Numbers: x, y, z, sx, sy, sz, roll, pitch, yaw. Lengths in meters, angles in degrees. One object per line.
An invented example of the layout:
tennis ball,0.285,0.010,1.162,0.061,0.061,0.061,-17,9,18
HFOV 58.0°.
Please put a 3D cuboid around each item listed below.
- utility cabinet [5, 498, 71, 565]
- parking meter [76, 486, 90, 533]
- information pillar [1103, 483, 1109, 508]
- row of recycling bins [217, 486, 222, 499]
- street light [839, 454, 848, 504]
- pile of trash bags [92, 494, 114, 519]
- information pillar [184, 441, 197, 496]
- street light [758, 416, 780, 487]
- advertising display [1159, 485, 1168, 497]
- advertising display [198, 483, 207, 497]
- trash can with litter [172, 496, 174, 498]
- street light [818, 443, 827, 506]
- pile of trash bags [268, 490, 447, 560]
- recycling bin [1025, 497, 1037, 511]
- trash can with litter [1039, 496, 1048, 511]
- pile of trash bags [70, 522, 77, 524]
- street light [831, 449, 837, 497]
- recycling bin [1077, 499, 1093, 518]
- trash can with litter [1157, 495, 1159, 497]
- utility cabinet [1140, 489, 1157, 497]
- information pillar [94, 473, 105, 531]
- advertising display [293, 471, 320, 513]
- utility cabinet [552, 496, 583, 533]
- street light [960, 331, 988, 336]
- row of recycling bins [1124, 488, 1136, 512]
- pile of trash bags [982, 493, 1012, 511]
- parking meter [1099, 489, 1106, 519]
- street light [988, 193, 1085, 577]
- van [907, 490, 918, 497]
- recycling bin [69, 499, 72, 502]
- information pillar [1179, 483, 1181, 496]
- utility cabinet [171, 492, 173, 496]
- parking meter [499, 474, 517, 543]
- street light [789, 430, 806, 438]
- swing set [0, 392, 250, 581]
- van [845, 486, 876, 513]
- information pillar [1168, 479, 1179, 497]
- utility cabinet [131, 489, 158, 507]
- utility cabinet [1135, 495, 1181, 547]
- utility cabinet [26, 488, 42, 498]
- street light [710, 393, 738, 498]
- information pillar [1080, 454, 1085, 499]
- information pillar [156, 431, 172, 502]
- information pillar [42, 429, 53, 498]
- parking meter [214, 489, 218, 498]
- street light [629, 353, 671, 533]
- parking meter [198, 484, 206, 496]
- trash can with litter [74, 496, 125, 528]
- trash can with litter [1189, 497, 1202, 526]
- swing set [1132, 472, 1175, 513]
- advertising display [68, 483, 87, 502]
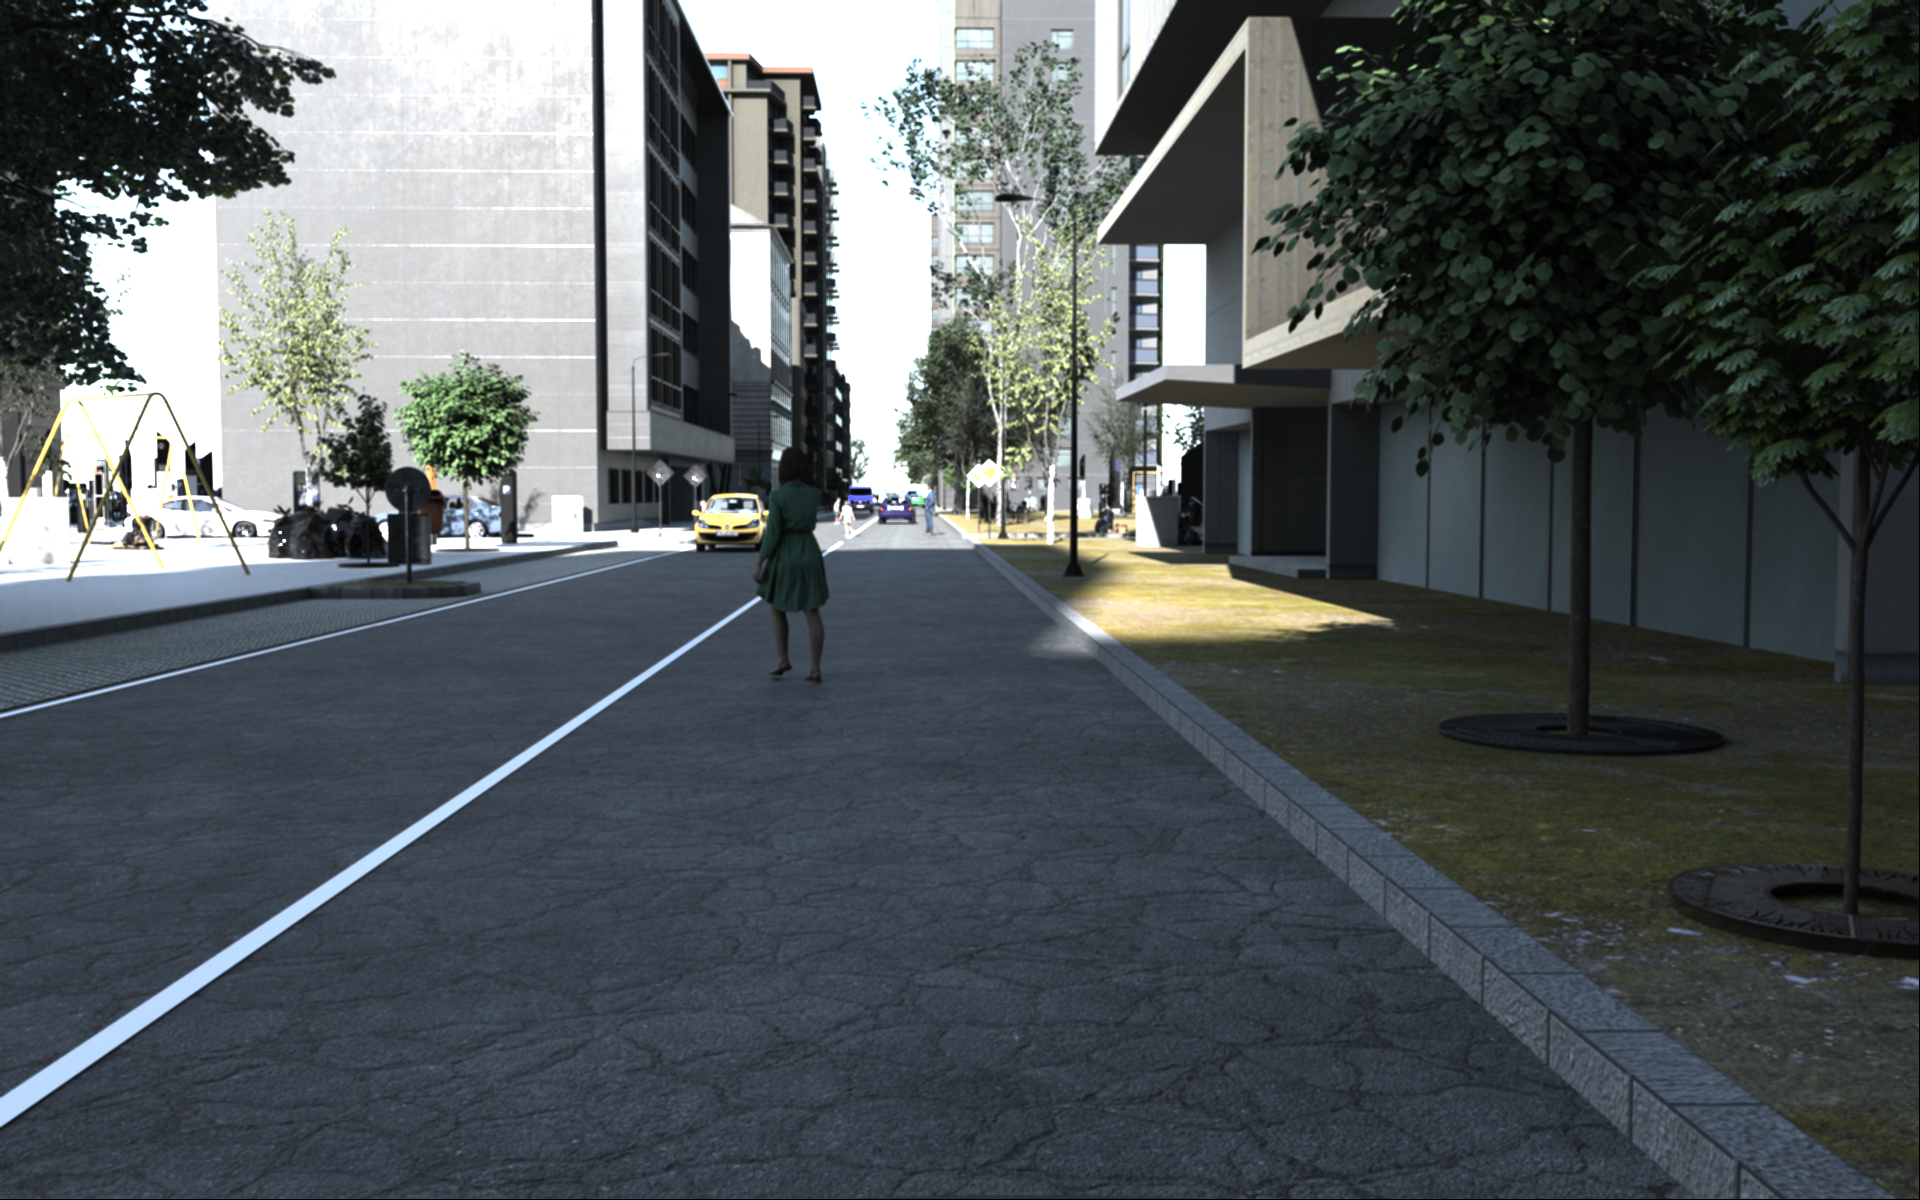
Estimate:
utility cabinet,-16.829,-1.252,31.624,1.020,1.237,0.306,-2,4,-32
parking meter,-28.833,-2.969,56.949,0.372,1.533,0.369,0,3,0
information pillar,9.913,-6.894,117.205,0.304,2.012,0.304,-3,5,-44
row of recycling bins,-34.281,-4.689,83.775,3.534,1.692,1.069,1,4,8
street light,-14.105,-14.020,201.775,1.470,5.913,1.316,0,4,-2
pile of trash bags,-44.727,-4.873,89.427,1.912,1.369,3.447,-2,4,-35
information pillar,-33.720,-5.177,75.997,0.504,3.616,0.183,0,4,-7
street light,-11.332,-7.946,102.461,1.470,5.913,1.316,0,4,-2
advertising display,14.724,-7.310,124.727,0.123,1.923,0.974,-2,4,-34
advertising display,-43.495,-5.712,98.604,0.123,1.923,0.974,2,4,34
trash can with litter,-41.374,-4.907,91.283,2.233,1.210,1.678,0,4,8
street light,-12.898,-11.254,156.536,1.470,5.913,1.316,0,4,-2
pile of trash bags,-12.146,-1.552,35.122,3.447,1.369,1.912,-2,4,-33
recycling bin,5.425,-7.323,132.279,0.722,1.027,0.722,2,4,28
trash can with litter,6.283,-7.235,129.685,0.624,1.170,1.055,1,4,18
pile of trash bags,-39.618,-3.954,74.404,3.447,1.369,1.912,-2,4,-31
street light,-13.568,-12.643,179.248,1.470,5.913,1.316,0,4,-2
recycling bin,6.621,-4.840,91.693,0.722,1.027,0.722,1,4,17
trash can with litter,14.821,-7.349,131.208,1.678,1.210,2.233,-2,4,-33
utility cabinet,8.811,-4.418,80.912,0.318,1.500,1.173,2,4,34
information pillar,-30.062,-3.426,60.502,0.304,2.012,0.304,-2,4,-27
advertising display,-18.519,-2.685,49.114,0.123,1.923,0.974,1,4,18
utility cabinet,-12.932,-2.813,57.150,0.306,1.237,1.020,3,5,42
street light,0.700,-4.714,49.611,1.470,5.913,1.316,0,4,-2
row of recycling bins,12.201,-7.226,125.252,1.069,1.692,3.534,0,4,2
pile of trash bags,2.410,-7.243,128.170,1.912,1.369,3.447,-2,4,-29
parking meter,7.476,-5.040,90.813,0.372,1.533,0.369,0,3,0
street light,1.237,-3.326,26.924,1.470,5.913,1.316,0,4,-2
van,-7.817,-17.035,282.904,2.240,2.365,5.245,0,4,-2
recycling bin,-48.227,-4.936,93.265,0.722,1.027,0.722,-2,4,-31
information pillar,13.997,-6.452,109.989,0.304,2.012,0.304,3,4,38
utility cabinet,-49.991,-6.107,108.523,1.173,1.500,0.318,-3,4,-36
parking meter,-11.803,-2.419,45.258,0.399,1.863,0.255,1,4,12
street light,-12.079,-9.324,124.982,1.470,5.913,1.316,0,4,-2
swing set,-13.254,-1.817,27.331,3.119,2.851,2.862,3,5,39
van,-7.413,-7.668,129.754,2.240,2.365,5.245,0,4,-2
information pillar,10.672,-5.057,87.180,0.304,2.012,0.304,3,5,43
utility cabinet,-32.410,-3.699,69.155,1.173,1.500,0.318,0,4,-3
utility cabinet,4.824,-1.912,42.422,1.020,1.237,0.306,-1,4,-17
utility cabinet,-33.849,-3.308,62.769,1.173,1.500,0.318,1,4,16
street light,-10.911,-6.555,79.715,1.470,5.913,1.316,0,4,-2
information pillar,7.202,-6.764,101.953,0.183,3.616,0.504,-2,4,-24
information pillar,-29.491,-4.453,64.155,0.183,3.616,0.504,3,5,41
information pillar,-32.851,-4.343,62.363,0.504,3.616,0.183,2,4,33
parking meter,-37.392,-4.824,87.286,0.372,1.533,0.369,0,3,0
street light,-10.224,-5.177,57.192,1.470,5.913,1.316,0,4,-2
parking meter,-41.346,-5.423,94.376,0.255,1.863,0.399,3,5,43
trash can with litter,-32.832,-3.390,66.484,2.233,1.210,1.678,-2,4,-31
trash can with litter,9.635,-3.528,69.074,1.055,1.170,0.624,1,4,9
swing set,13.484,-7.591,121.731,3.119,2.851,2.862,0,4,3
advertising display,-50.851,-5.789,99.864,0.974,1.923,0.123,-1,4,-12
